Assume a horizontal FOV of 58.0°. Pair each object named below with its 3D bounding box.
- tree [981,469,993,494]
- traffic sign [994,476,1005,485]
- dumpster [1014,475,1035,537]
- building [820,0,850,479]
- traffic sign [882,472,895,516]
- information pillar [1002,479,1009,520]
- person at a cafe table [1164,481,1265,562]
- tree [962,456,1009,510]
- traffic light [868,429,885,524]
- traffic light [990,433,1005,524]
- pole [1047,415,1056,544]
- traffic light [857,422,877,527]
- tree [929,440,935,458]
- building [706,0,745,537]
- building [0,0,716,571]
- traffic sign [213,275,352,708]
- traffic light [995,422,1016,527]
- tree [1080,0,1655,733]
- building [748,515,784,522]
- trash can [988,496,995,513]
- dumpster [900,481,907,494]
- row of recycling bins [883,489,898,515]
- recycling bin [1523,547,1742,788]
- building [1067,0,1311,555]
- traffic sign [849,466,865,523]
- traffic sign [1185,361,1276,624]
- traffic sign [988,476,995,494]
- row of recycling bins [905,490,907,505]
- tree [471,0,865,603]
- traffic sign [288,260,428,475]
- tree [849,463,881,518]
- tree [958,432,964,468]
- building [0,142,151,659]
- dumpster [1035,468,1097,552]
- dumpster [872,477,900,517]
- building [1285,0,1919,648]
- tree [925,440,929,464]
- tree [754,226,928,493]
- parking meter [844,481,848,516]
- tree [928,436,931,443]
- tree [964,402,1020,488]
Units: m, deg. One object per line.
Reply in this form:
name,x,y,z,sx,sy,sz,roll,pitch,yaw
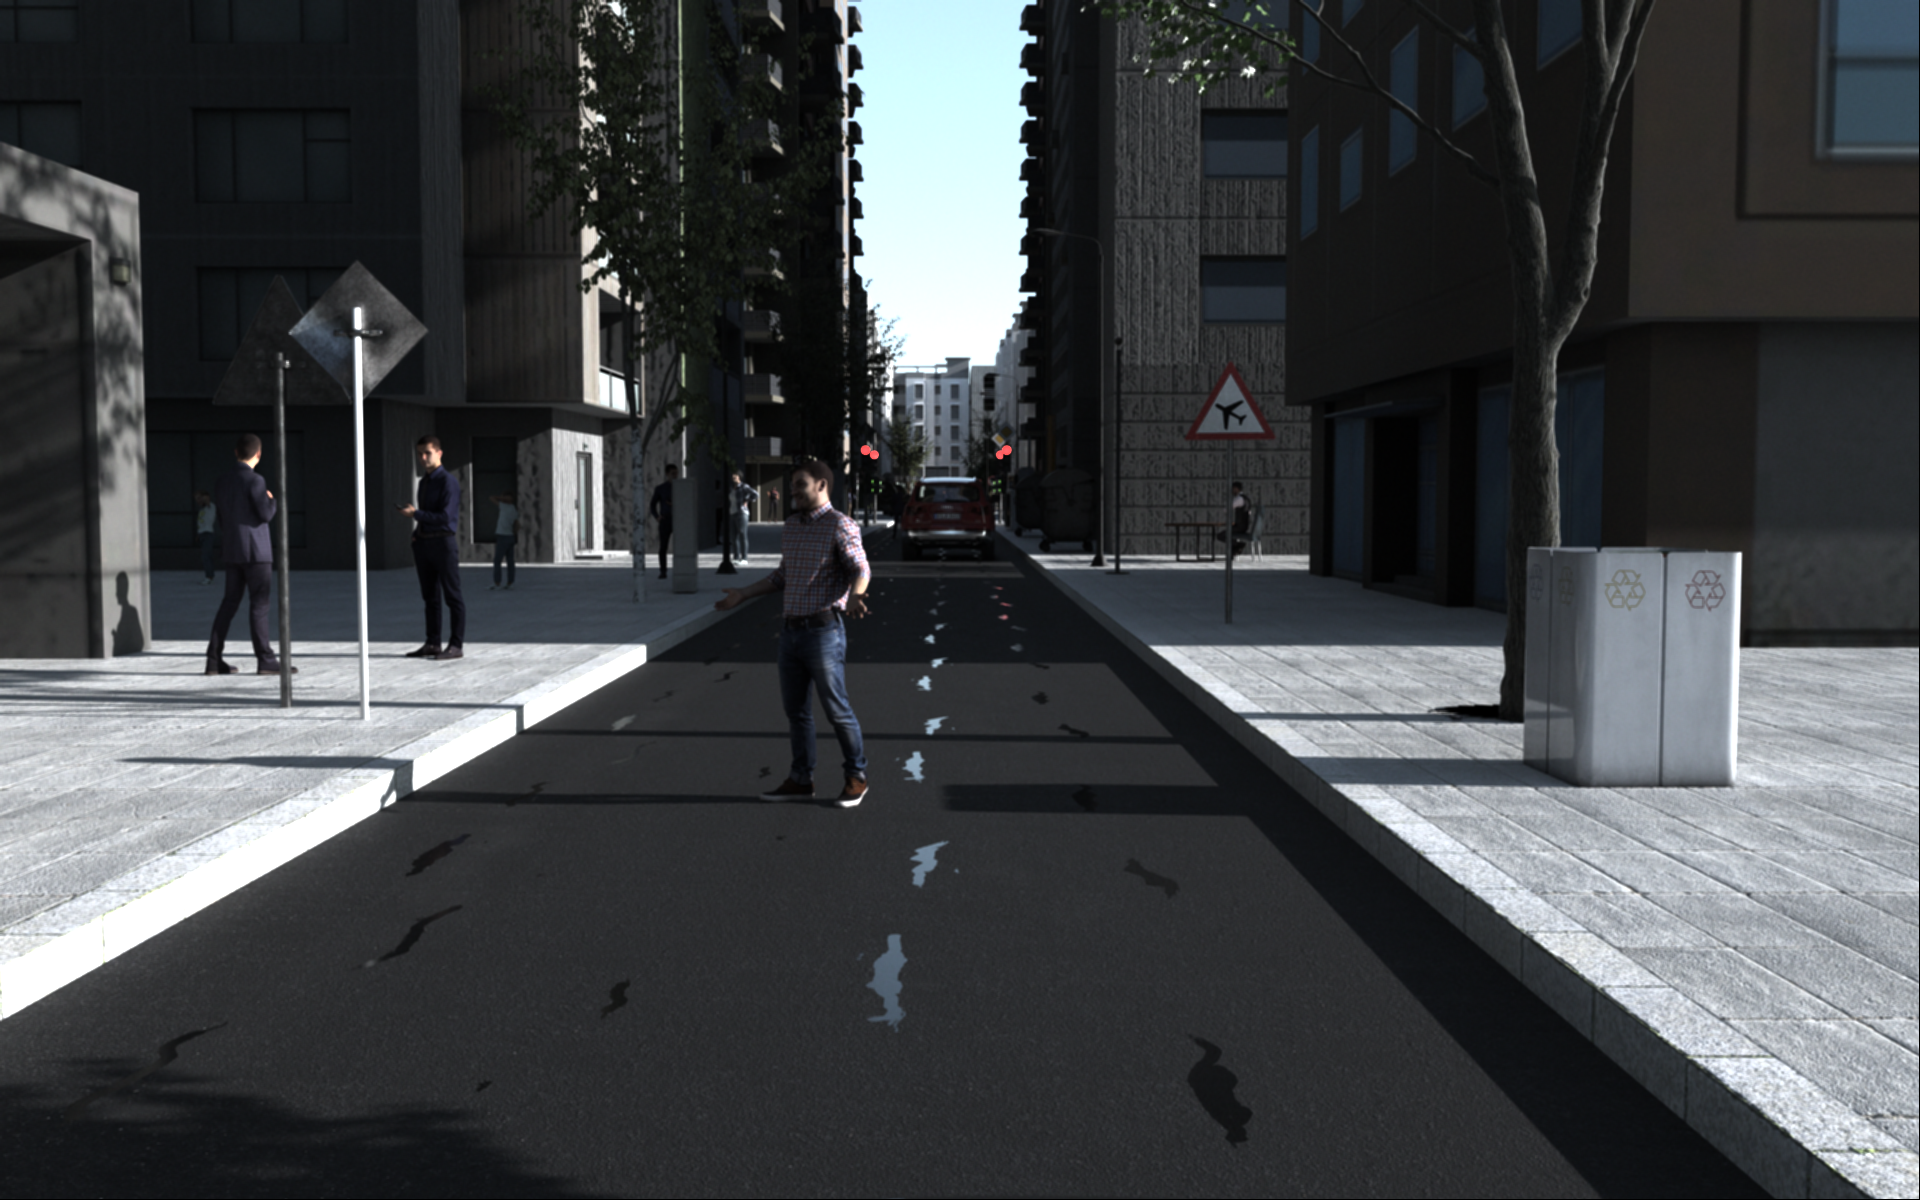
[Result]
tree,1.906,-8.515,133.827,1.663,3.219,1.824,0,3,0
traffic sign,2.347,-6.009,98.256,0.884,2.594,0.081,0,4,5
dumpster,2.279,-2.856,52.451,1.264,1.857,1.865,0,4,0
building,-14.566,-28.290,112.648,14.600,45.320,14.200,0,4,0
traffic sign,-4.182,-6.162,100.848,0.768,2.556,0.104,0,4,2
information pillar,2.277,-5.031,86.751,0.304,2.012,0.304,0,4,-2
person at a cafe table,4.993,-1.503,33.092,1.622,1.524,1.698,2,4,30
tree,2.390,-9.728,142.766,4.285,4.588,4.351,0,3,0
traffic light,-3.690,-5.282,75.274,0.839,4.253,0.868,0,4,0
traffic light,1.731,-5.285,75.328,0.839,4.253,0.868,0,4,0
pole,2.373,-3.123,44.907,0.158,3.312,0.155,0,3,0
traffic light,-3.633,-4.793,67.290,0.839,4.253,0.868,0,4,0
tree,-4.667,-12.511,154.922,4.737,8.622,4.395,0,3,0
building,-21.268,-31.234,52.670,28.212,58.520,21.231,0,4,0
building,-12.865,-21.417,33.758,14.154,41.232,14.086,0,4,0
traffic sign,-4.047,-0.632,10.332,0.884,2.594,0.081,1,4,9
traffic light,1.788,-4.797,67.344,0.839,4.253,0.868,0,4,0
tree,3.366,-5.131,9.652,9.928,11.665,9.643,0,3,0
building,-17.578,-26.692,91.041,22.147,44.769,28.867,0,4,0
trash can,2.193,-6.563,118.958,0.748,1.137,0.748,0,3,0
dumpster,-4.569,-7.435,124.061,1.502,2.255,1.985,0,4,0
row of recycling bins,-4.292,-6.150,107.665,1.069,1.692,3.534,0,4,-1
recycling bin,3.046,0.285,7.902,0.722,1.027,0.722,0,4,-2
building,13.606,-30.982,48.559,21.231,58.520,28.212,0,4,0
traffic sign,-4.630,-4.756,77.875,0.768,2.556,0.104,0,4,4
traffic sign,2.656,-1.044,17.078,0.884,2.594,0.081,0,4,8
traffic sign,2.308,-7.409,121.242,0.768,2.556,0.104,0,4,1
row of recycling bins,-4.654,-7.857,135.567,1.069,1.692,3.534,0,4,4
tree,-3.540,-4.264,20.073,4.737,8.622,4.395,0,3,0
traffic sign,-3.412,-0.617,9.824,0.795,2.593,0.064,0,4,2
tree,-4.934,-6.063,93.723,1.663,3.219,1.824,0,3,0
tree,1.720,-14.540,188.087,4.360,8.622,3.978,0,3,0
building,-16.835,-34.817,7.514,20.563,71.187,20.611,0,4,0
dumpster,2.403,-2.016,38.727,1.264,1.857,1.865,0,4,0
dumpster,-4.341,-5.857,98.263,1.502,2.255,1.985,0,4,0
building,12.207,-22.611,19.799,14.600,45.320,14.200,0,4,0
tree,-4.170,-6.449,55.800,4.737,8.622,4.395,0,3,0
tree,-3.810,-5.952,47.684,4.360,8.622,3.978,0,3,0
parking meter,-5.033,-4.258,75.336,0.255,1.863,0.399,-1,4,-11
tree,-4.584,-11.599,140.008,4.360,8.622,3.978,0,3,0
tree,2.686,-11.447,137.517,4.360,8.622,3.978,0,3,0
